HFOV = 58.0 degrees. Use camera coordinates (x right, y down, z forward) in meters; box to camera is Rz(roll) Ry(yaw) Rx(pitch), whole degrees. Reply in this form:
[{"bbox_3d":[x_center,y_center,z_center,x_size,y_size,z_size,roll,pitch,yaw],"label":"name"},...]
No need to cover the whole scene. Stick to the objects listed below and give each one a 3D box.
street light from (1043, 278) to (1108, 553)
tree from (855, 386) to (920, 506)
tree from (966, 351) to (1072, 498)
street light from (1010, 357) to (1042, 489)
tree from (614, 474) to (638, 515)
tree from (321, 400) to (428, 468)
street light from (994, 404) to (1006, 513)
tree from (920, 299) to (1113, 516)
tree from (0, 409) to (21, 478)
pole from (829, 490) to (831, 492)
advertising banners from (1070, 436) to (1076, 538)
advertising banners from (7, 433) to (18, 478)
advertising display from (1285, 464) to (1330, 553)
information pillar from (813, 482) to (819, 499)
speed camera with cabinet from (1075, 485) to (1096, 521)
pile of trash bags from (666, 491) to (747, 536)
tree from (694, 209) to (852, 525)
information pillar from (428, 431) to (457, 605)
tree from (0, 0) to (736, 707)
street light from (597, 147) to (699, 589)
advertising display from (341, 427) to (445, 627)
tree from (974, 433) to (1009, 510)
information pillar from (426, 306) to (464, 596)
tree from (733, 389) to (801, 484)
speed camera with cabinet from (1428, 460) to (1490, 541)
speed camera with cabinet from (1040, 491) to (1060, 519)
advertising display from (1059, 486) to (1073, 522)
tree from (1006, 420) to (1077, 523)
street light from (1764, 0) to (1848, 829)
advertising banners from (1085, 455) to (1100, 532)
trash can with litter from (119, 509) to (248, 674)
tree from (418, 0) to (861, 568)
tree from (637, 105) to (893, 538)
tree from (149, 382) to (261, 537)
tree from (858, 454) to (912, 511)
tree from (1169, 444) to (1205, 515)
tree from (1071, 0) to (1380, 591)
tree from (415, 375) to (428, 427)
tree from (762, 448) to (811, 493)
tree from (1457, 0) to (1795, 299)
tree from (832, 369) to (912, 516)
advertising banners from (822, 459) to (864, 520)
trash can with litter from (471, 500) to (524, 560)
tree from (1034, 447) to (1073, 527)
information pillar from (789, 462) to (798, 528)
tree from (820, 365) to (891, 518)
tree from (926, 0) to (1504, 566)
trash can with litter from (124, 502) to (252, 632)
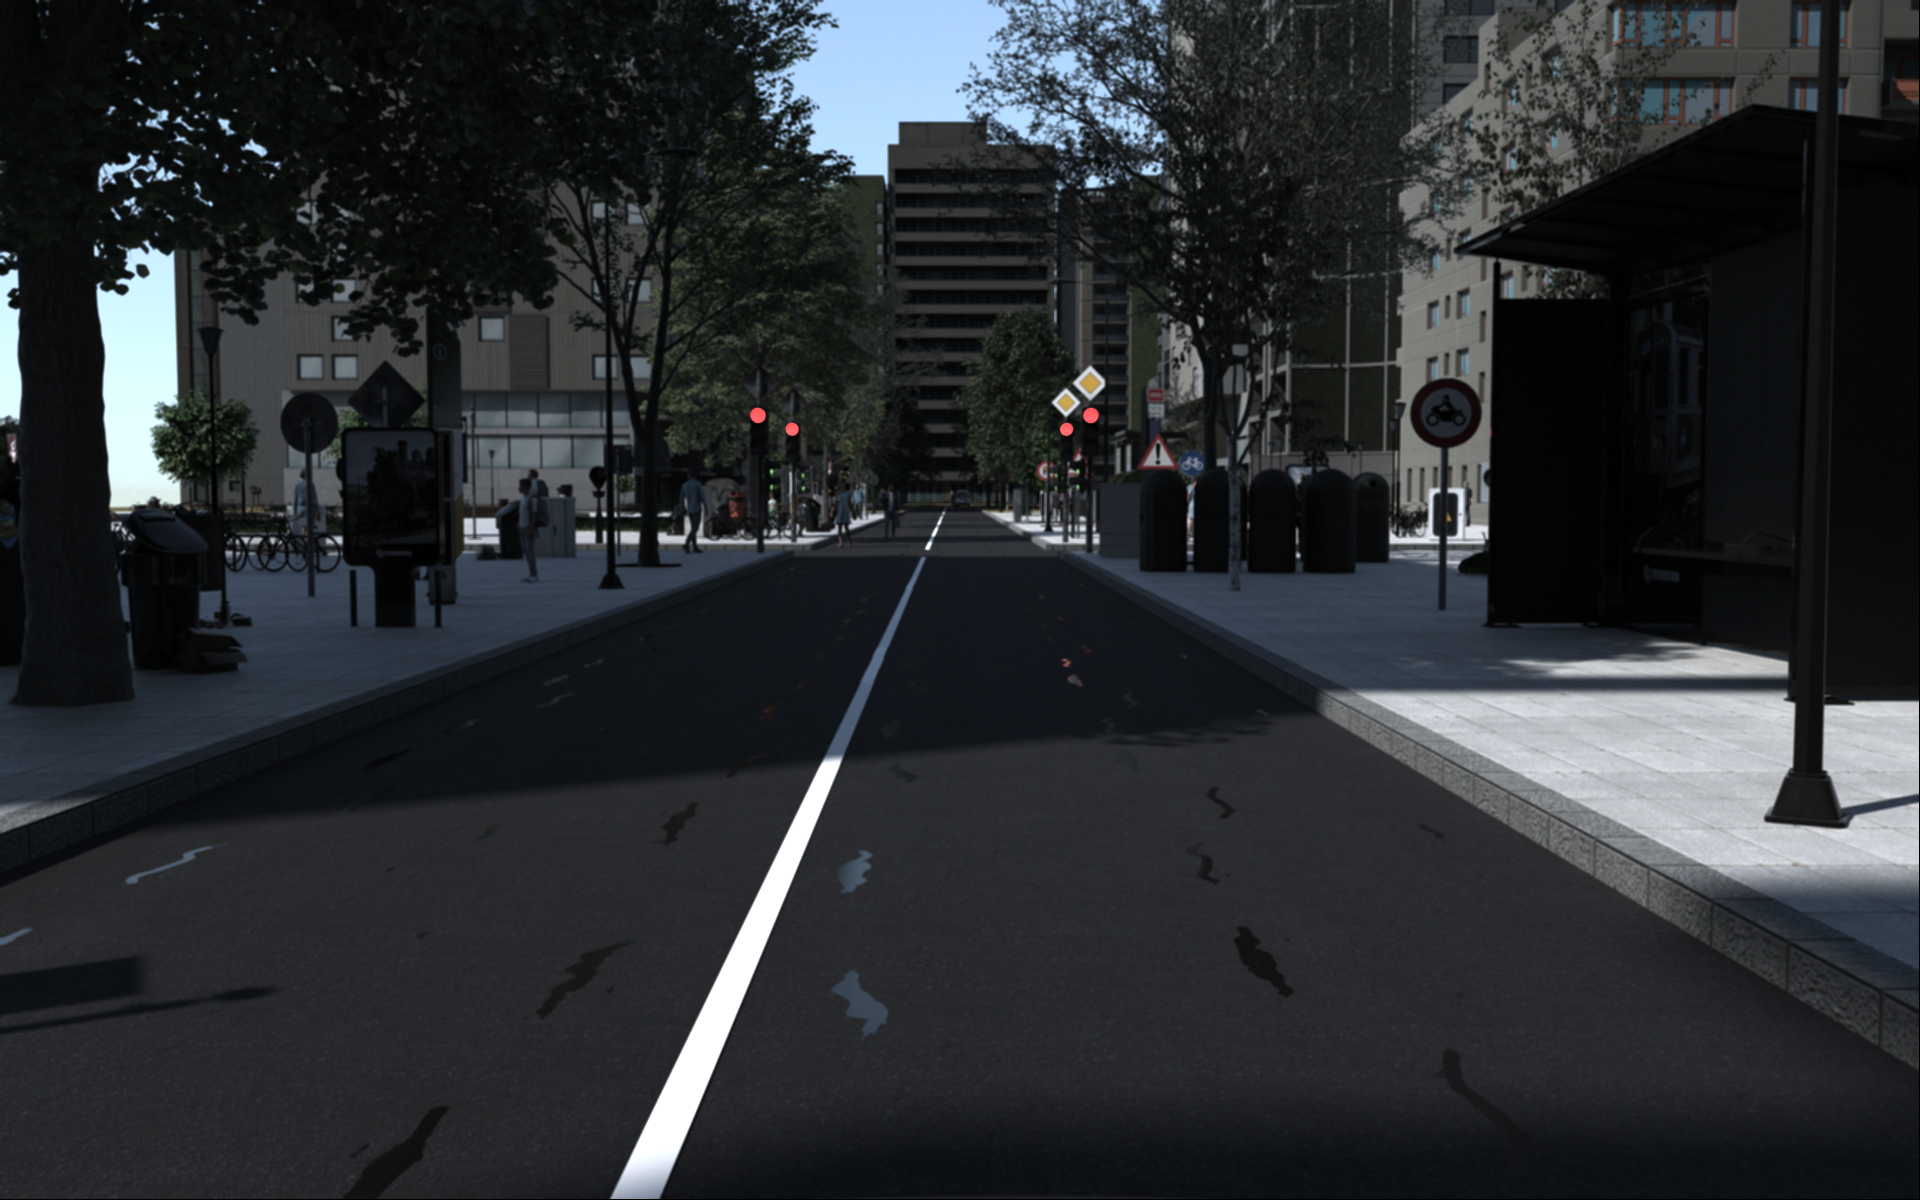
[{"bbox_3d":[2.623,-3.969,37.439,1.470,5.913,1.316,0,4,0],"label":"street light"},{"bbox_3d":[-6.491,-16.322,183.865,9.611,12.733,9.660,0,3,0],"label":"tree"},{"bbox_3d":[3.977,-11.939,113.329,7.486,12.596,7.792,0,3,0],"label":"tree"},{"bbox_3d":[2.484,-5.285,58.949,1.470,5.913,1.316,0,4,0],"label":"street light"},{"bbox_3d":[-20.506,-6.771,105.304,1.663,3.219,1.824,0,3,0],"label":"tree"},{"bbox_3d":[-17.297,-4.164,51.802,4.285,4.588,4.351,0,3,0],"label":"tree"},{"bbox_3d":[2.431,-7.146,89.376,1.470,5.913,1.316,0,4,0],"label":"street light"},{"bbox_3d":[3.875,-11.326,102.180,9.611,12.733,9.660,0,3,0],"label":"tree"},{"bbox_3d":[-60.386,-8.625,103.918,11.467,7.101,20.602,-1,4,-16],"label":"tree"},{"bbox_3d":[-7.665,-6.647,102.529,0.158,3.312,0.155,0,3,0],"label":"pole"},{"bbox_3d":[3.363,-3.358,51.094,0.090,3.025,2.074,0,4,7],"label":"advertising banners"},{"bbox_3d":[-26.511,-3.247,49.280,2.074,3.025,0.090,2,4,33],"label":"advertising banners"},{"bbox_3d":[7.518,-1.977,37.538,0.974,1.923,0.123,0,4,-7],"label":"advertising display"},{"bbox_3d":[-9.043,-6.375,108.727,0.304,2.012,0.304,1,4,10],"label":"information pillar"},{"bbox_3d":[6.071,-5.424,83.019,2.038,3.252,0.660,-2,4,-33],"label":"speed camera with cabinet"},{"bbox_3d":[-7.552,-2.663,53.290,1.912,1.369,3.447,-3,4,-39],"label":"pile of trash bags"},{"bbox_3d":[-5.607,-9.912,72.437,12.009,13.543,11.850,0,3,0],"label":"tree"},{"bbox_3d":[-6.042,-0.959,20.173,0.304,2.012,0.304,-1,4,-14],"label":"information pillar"},{"bbox_3d":[-5.389,-6.342,10.352,9.857,13.997,8.962,0,3,0],"label":"tree"},{"bbox_3d":[-4.196,-3.108,23.351,1.470,5.913,1.316,0,4,0],"label":"street light"},{"bbox_3d":[-5.467,-0.704,16.721,0.974,1.923,0.123,0,4,6],"label":"advertising display"},{"bbox_3d":[3.494,-11.370,136.263,4.360,8.622,3.978,0,3,0],"label":"tree"},{"bbox_3d":[-6.487,-1.862,21.804,0.183,3.616,0.504,2,4,33],"label":"information pillar"},{"bbox_3d":[-11.657,-9.266,101.854,4.360,8.622,3.978,0,3,0],"label":"tree"},{"bbox_3d":[13.960,-3.260,47.642,2.038,3.252,0.660,1,4,17],"label":"speed camera with cabinet"},{"bbox_3d":[4.723,-5.813,89.375,0.660,3.252,2.038,-1,4,-15],"label":"speed camera with cabinet"},{"bbox_3d":[4.854,-4.618,80.711,0.974,1.923,0.123,3,4,39],"label":"advertising display"},{"bbox_3d":[3.641,-5.709,77.056,4.285,4.588,4.351,0,3,0],"label":"tree"},{"bbox_3d":[2.792,-2.086,6.644,1.470,5.913,1.316,0,4,0],"label":"street light"},{"bbox_3d":[4.741,-3.796,58.246,0.090,3.025,2.074,3,4,37],"label":"advertising banners"},{"bbox_3d":[-5.667,-0.083,12.749,1.055,1.170,0.624,2,4,31],"label":"trash can with litter"},{"bbox_3d":[-5.566,-6.380,30.070,9.928,11.665,9.643,0,3,0],"label":"tree"},{"bbox_3d":[-5.717,-8.121,50.898,7.486,12.596,7.792,0,3,0],"label":"tree"},{"bbox_3d":[-22.318,-4.124,51.142,4.285,4.588,4.351,0,3,0],"label":"tree"},{"bbox_3d":[-6.486,-9.282,135.466,4.285,4.588,4.351,0,3,0],"label":"tree"},{"bbox_3d":[14.116,-7.523,106.716,4.285,4.588,4.351,0,3,0],"label":"tree"},{"bbox_3d":[3.573,-4.413,22.512,4.360,8.622,3.978,0,3,0],"label":"tree"},{"bbox_3d":[-32.646,-9.579,106.978,4.737,8.622,4.395,0,3,0],"label":"tree"},{"bbox_3d":[-11.372,-7.984,114.252,4.285,4.588,4.351,0,3,0],"label":"tree"},{"bbox_3d":[8.664,-4.454,23.187,4.360,8.622,3.978,0,3,0],"label":"tree"},{"bbox_3d":[-5.272,-9.138,99.776,4.360,8.622,3.978,0,3,0],"label":"tree"},{"bbox_3d":[-5.768,-5.447,85.246,2.074,3.025,0.090,1,4,12],"label":"advertising banners"},{"bbox_3d":[-8.976,-1.378,33.913,1.055,1.170,0.624,-3,5,-43],"label":"trash can with litter"},{"bbox_3d":[3.574,-4.513,68.391,1.663,3.219,1.824,0,3,0],"label":"tree"},{"bbox_3d":[-6.209,-4.479,64.588,0.183,3.616,0.504,-2,4,-32],"label":"information pillar"},{"bbox_3d":[-5.386,-8.633,91.509,4.737,8.622,4.395,0,3,0],"label":"tree"},{"bbox_3d":[4.544,-7.370,30.865,12.009,13.543,11.850,0,3,0],"label":"tree"},{"bbox_3d":[-7.739,-0.336,16.559,2.233,1.210,1.678,-3,5,-44],"label":"trash can with litter"}]
